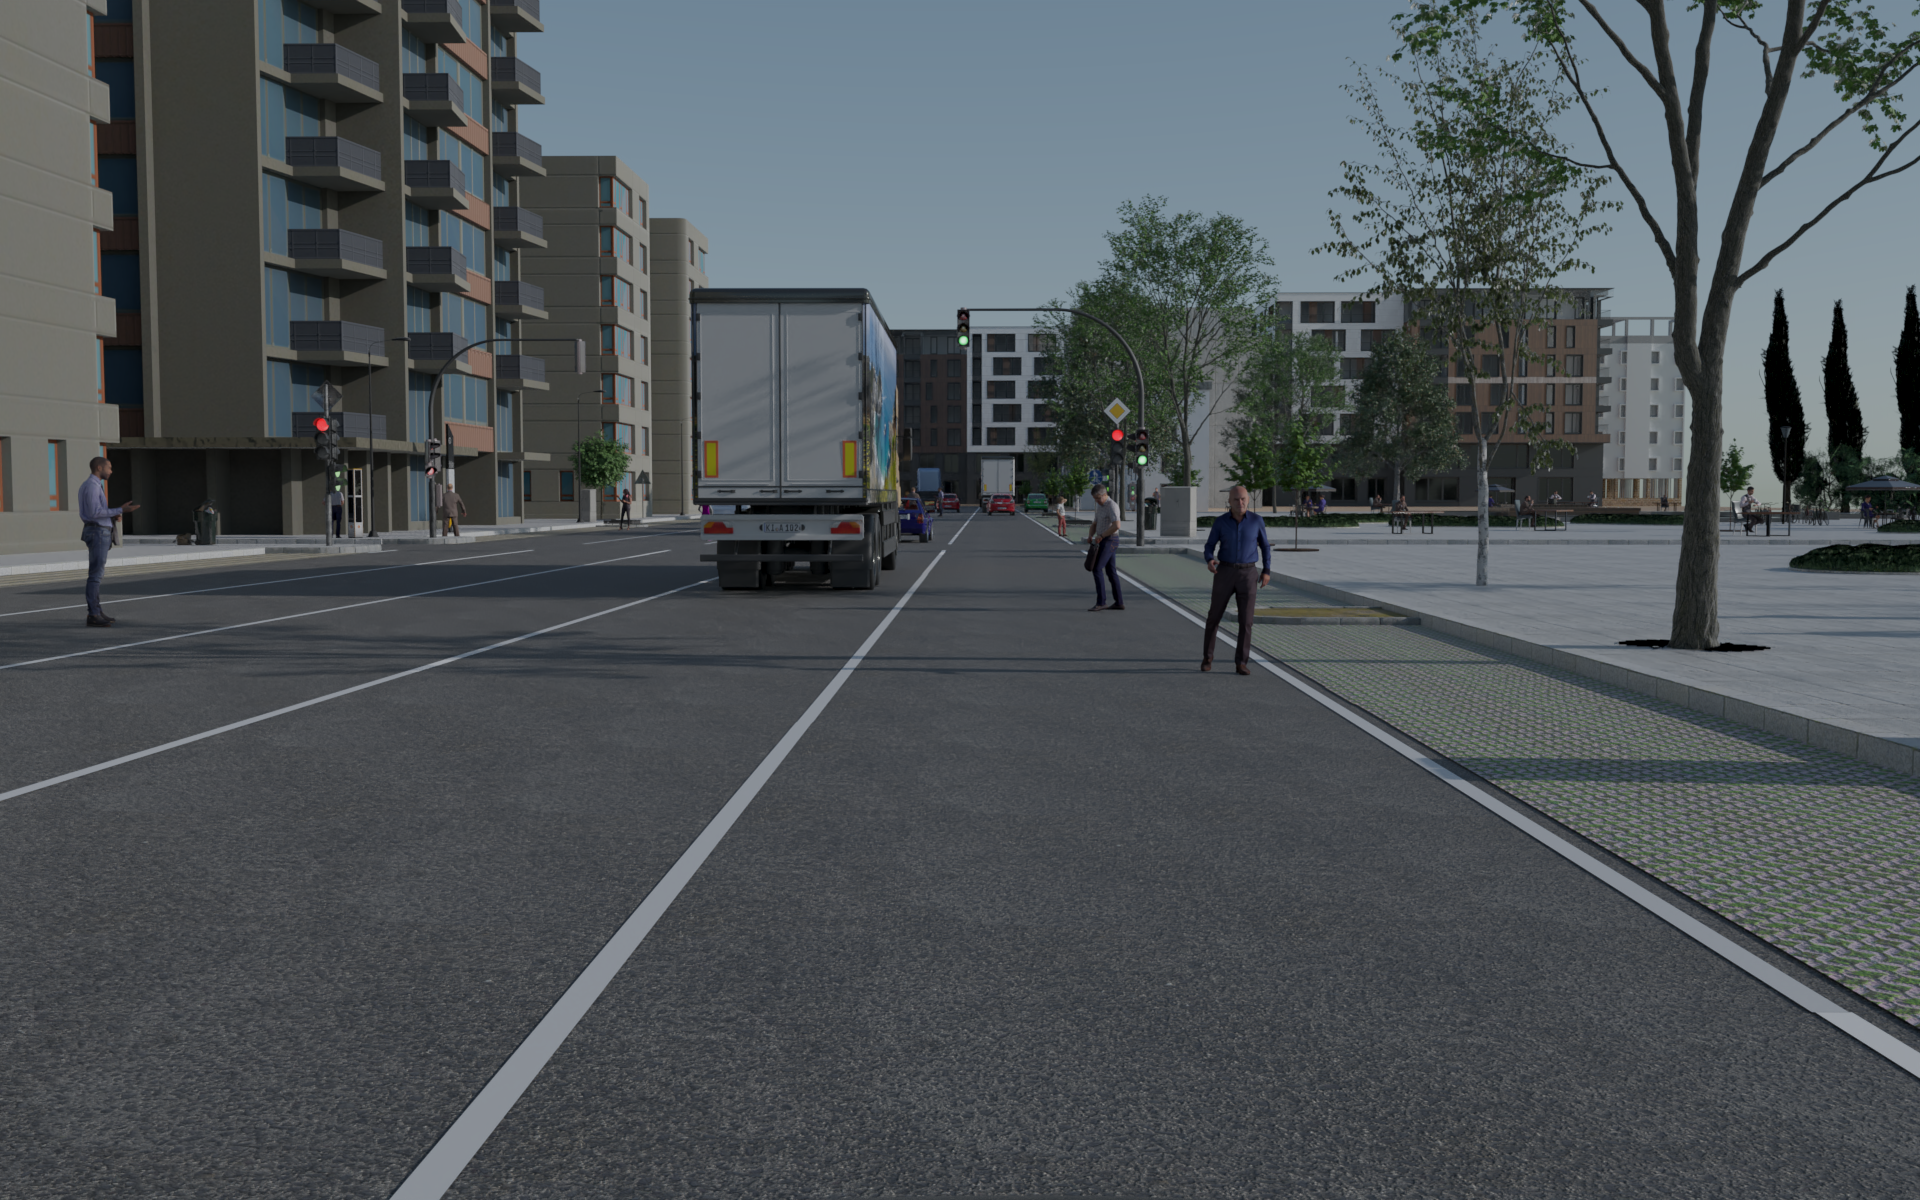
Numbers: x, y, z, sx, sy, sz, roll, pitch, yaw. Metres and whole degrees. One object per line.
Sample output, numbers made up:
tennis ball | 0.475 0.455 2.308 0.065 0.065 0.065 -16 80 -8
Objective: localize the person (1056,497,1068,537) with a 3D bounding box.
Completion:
person | 3.450 -2.798 58.161 0.340 1.345 0.435 1 4 21

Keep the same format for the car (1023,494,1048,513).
car | 5.884 -7.657 133.993 1.959 1.807 4.718 0 4 1

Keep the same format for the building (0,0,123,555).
building | -34.735 -11.145 27.259 28.899 21.520 27.650 0 4 1

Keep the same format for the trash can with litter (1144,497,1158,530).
trash can with litter | 6.723 -3.080 61.741 0.624 1.170 1.055 0 4 4

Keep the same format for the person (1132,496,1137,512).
person | 12.786 -7.403 127.097 0.705 1.823 1.348 1 4 21

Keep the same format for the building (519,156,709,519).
building | -31.106 -15.803 103.411 27.650 21.520 28.899 0 4 1

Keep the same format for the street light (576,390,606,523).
street light | -16.471 -6.410 77.348 1.470 5.913 1.316 0 4 1

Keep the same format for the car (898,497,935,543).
car | -1.742 -2.430 52.317 1.945 1.354 3.894 0 4 2

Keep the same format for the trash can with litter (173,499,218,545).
trash can with litter | -19.185 -1.960 43.426 1.055 1.170 0.624 0 4 -7

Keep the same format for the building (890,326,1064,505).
building | -1.096 -23.314 225.164 32.646 21.610 27.936 0 4 1

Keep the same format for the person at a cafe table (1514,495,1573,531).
person at a cafe table | 20.394 -3.058 60.855 1.726 1.238 1.698 3 4 38

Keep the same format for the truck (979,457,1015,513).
truck | 2.891 -8.934 134.984 2.839 4.237 11.283 0 4 1

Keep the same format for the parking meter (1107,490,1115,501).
parking meter | 6.995 -4.410 80.509 0.372 1.533 0.369 0 3 0

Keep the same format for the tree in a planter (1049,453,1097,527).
tree in a planter | 5.017 -4.767 75.169 1.991 3.239 1.994 0 4 1

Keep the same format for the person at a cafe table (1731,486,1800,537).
person at a cafe table | 24.417 -2.715 52.912 1.698 1.524 1.622 -2 4 -33

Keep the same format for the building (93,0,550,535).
building | -28.723 -25.151 65.840 22.147 44.769 28.867 0 4 1

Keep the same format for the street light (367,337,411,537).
street light | -16.939 -4.822 51.386 1.470 5.913 1.316 0 4 1

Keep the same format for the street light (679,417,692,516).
street light | -16.026 -7.991 103.195 1.470 5.913 1.316 0 4 1

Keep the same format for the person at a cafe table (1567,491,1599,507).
person at a cafe table | 42.906 -6.722 118.421 1.622 1.524 1.698 -1 4 -21

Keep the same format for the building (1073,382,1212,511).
building | 14.456 -12.302 143.289 9.099 9.664 28.070 0 4 1

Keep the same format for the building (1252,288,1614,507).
building | 48.564 -20.910 185.859 32.646 21.610 27.936 0 4 1

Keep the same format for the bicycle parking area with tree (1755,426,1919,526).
bicycle parking area with tree | 37.568 -5.250 72.842 8.231 4.147 9.016 2 4 34

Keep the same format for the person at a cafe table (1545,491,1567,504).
person at a cafe table | 41.761 -6.880 120.996 1.698 1.524 1.622 -1 4 -11

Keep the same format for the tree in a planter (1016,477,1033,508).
tree in a planter | 6.837 -11.128 179.167 1.991 3.239 1.994 0 4 1

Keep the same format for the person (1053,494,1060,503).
person | 10.189 -10.610 179.521 0.705 1.824 1.348 -2 4 -35

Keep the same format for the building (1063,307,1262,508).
building | 19.339 -18.727 172.648 16.747 18.905 31.486 0 4 1

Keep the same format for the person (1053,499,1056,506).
person | 10.174 -11.143 189.142 0.530 1.710 0.541 0 4 1

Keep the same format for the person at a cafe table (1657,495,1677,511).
person at a cafe table | 45.983 -6.236 112.824 1.698 1.238 1.726 1 4 14

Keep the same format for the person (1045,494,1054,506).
person | 9.677 -11.011 186.172 1.348 1.812 0.705 -3 4 -39

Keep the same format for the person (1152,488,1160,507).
person | 14.563 -7.448 128.348 0.617 1.759 0.750 0 4 8

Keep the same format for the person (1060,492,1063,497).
person | 9.738 -9.722 165.128 0.705 1.807 1.348 0 4 2

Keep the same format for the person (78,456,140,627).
person | -9.294 -0.646 18.938 0.599 1.838 0.709 -2 4 -31

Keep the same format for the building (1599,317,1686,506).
building | 71.343 -20.471 191.112 11.380 20.091 16.016 0 4 1

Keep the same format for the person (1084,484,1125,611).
person | 1.787 -0.644 21.238 0.590 1.554 0.614 -1 4 -17

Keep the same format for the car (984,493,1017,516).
car | 2.729 -6.534 115.866 2.155 1.783 4.494 0 4 -1

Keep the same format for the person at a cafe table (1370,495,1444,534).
person at a cafe table | 14.535 -2.772 56.176 1.698 1.238 1.726 0 4 -8

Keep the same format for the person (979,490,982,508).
person | 2.255 -10.765 184.519 0.705 1.823 1.348 -2 4 -24

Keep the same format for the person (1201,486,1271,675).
person | 2.124 -0.157 13.762 0.574 1.496 0.600 2 4 30

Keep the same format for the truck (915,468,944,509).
truck | -3.355 -11.239 173.520 2.967 4.110 18.799 0 4 1

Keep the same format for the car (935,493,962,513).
car | -0.904 -7.681 134.626 2.155 1.783 4.494 0 4 1

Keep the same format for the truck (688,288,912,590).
truck | -2.395 -2.463 29.178 2.839 4.237 11.283 0 4 1

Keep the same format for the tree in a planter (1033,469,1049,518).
tree in a planter | 5.489 -6.435 102.441 1.991 3.239 1.994 0 4 1
